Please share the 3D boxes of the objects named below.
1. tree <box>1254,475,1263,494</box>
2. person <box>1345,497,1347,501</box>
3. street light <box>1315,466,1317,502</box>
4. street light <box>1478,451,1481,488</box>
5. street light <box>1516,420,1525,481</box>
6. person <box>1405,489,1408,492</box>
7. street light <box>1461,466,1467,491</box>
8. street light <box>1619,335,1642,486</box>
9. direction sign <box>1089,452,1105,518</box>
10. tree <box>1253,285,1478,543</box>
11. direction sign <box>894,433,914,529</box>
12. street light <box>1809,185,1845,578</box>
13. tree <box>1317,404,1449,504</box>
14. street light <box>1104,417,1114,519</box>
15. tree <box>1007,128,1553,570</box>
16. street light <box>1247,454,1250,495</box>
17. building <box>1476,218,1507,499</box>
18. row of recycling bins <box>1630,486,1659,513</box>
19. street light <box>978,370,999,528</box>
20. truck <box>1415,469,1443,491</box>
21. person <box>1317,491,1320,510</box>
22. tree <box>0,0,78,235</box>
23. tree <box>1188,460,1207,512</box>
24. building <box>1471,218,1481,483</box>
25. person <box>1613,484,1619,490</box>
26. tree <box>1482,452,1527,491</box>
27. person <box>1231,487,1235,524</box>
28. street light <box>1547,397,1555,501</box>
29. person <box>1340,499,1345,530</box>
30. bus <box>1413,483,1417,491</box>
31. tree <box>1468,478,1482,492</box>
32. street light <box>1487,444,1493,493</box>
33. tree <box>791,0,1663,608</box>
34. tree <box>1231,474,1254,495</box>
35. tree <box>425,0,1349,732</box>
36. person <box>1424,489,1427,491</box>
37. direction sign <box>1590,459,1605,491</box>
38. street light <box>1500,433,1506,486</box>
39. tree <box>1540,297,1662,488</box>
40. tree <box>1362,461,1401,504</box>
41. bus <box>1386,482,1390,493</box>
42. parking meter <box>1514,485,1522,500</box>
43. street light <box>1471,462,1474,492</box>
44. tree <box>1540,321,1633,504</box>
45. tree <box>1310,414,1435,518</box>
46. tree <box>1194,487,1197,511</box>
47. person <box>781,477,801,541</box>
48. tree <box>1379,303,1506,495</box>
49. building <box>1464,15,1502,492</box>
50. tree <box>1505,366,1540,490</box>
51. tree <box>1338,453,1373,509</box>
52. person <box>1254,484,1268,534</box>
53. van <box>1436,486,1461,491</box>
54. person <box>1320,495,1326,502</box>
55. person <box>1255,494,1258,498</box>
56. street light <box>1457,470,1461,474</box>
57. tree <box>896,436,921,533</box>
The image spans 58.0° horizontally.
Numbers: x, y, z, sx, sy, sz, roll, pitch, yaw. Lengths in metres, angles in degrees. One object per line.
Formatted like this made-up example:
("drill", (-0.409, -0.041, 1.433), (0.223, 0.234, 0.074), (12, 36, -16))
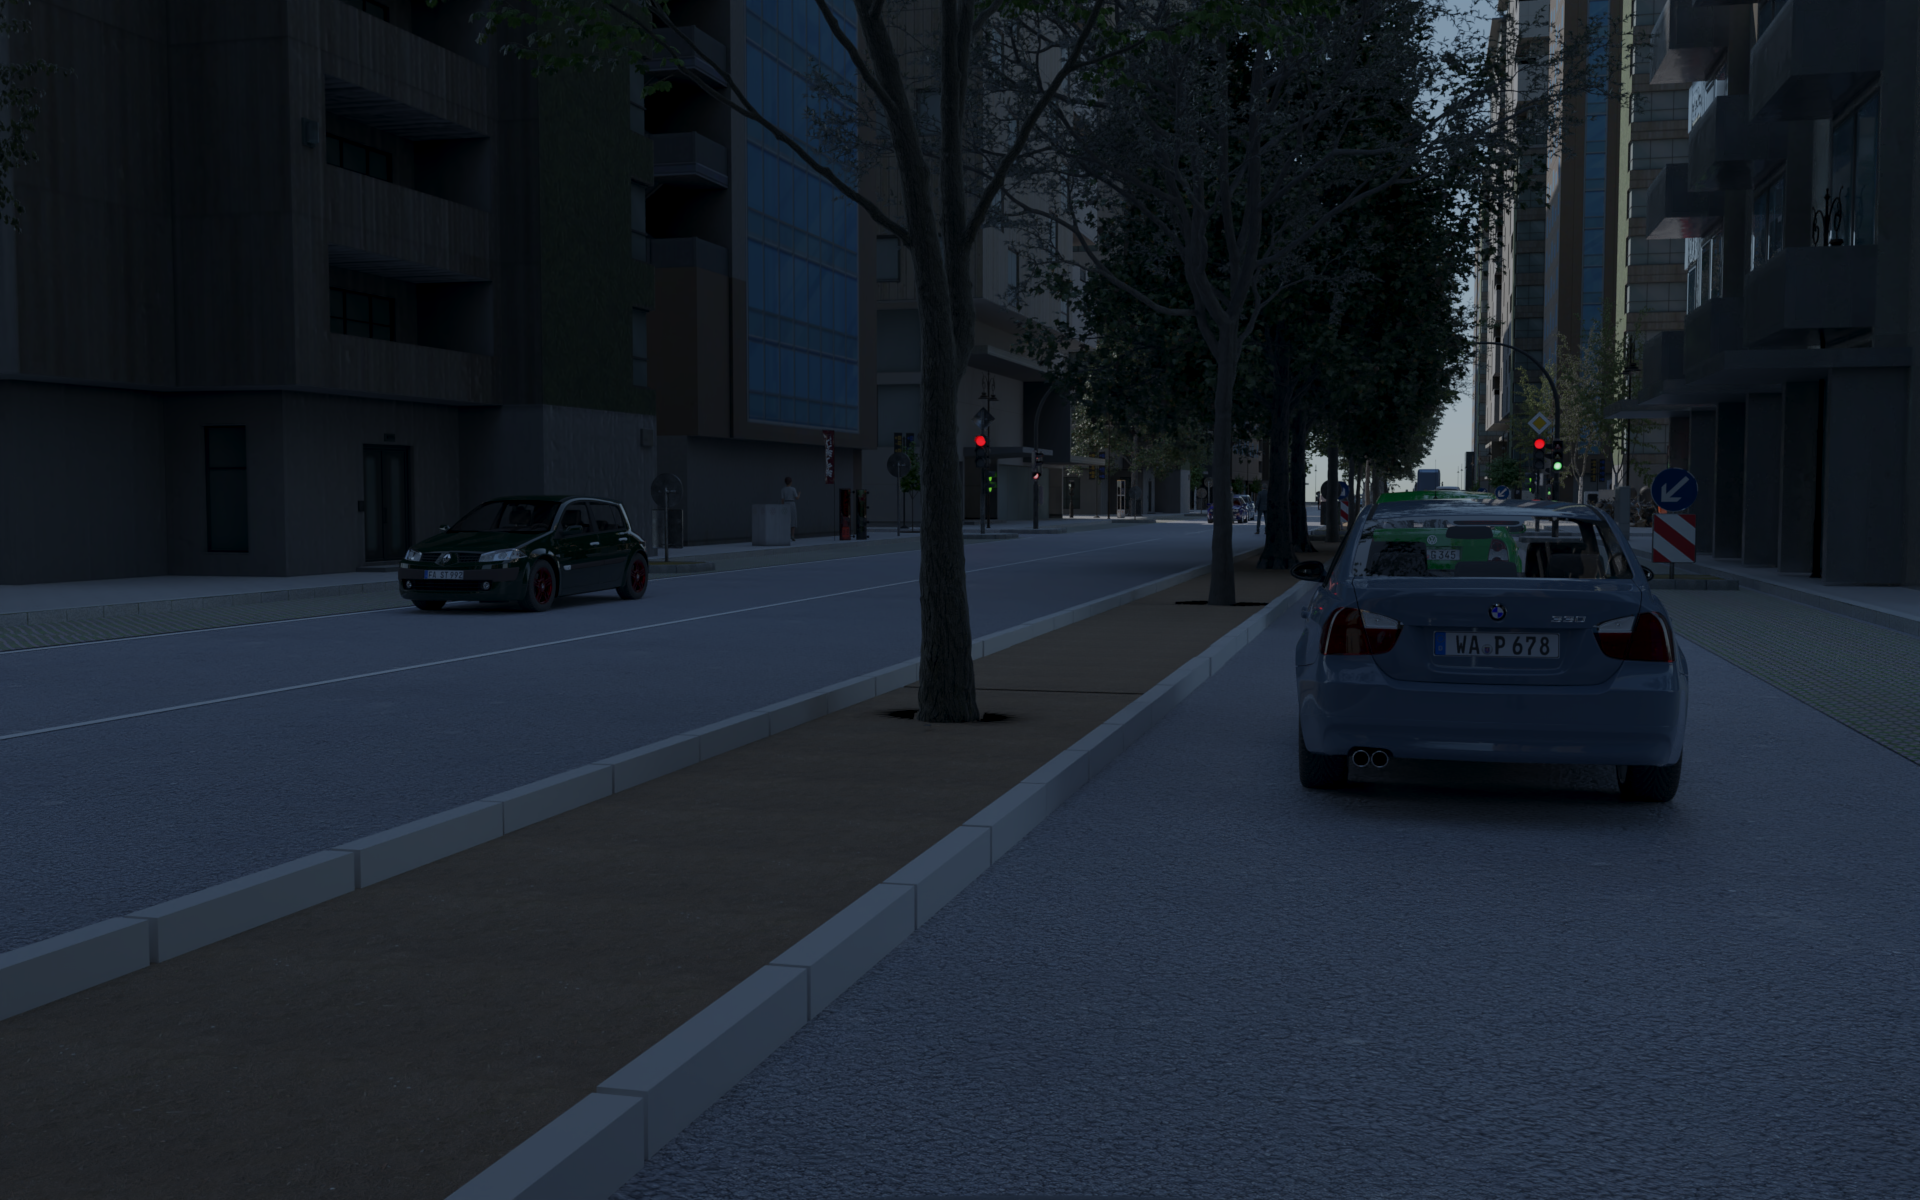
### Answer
("tree", (29.482, -10.827, 171.625), (1.663, 3.219, 1.824), (0, 3, 0))
("person", (50.870, -13.453, 228.543), (0.705, 1.812, 1.348), (-1, 4, -19))
("street light", (54.813, -17.987, 266.867), (0.468, 5.910, 1.993), (1, 4, 15))
("street light", (54.044, -12.687, 180.224), (0.468, 5.910, 1.993), (1, 4, 15))
("street light", (34.286, -8.150, 106.046), (0.468, 5.910, 1.993), (1, 4, 15))
("person", (31.160, -6.824, 120.561), (0.782, 1.767, 0.515), (-1, 4, -16))
("street light", (68.920, -16.096, 235.964), (0.468, 5.910, 1.993), (1, 4, 15))
("street light", (19.467, -4.748, 50.414), (0.468, 5.910, 1.993), (1, 4, 15))
("direction sign", (7.370, -6.193, 93.258), (0.876, 3.537, 0.379), (0, 4, 3))
("tree", (10.971, -7.931, 50.254), (7.486, 12.596, 7.792), (0, 3, 0))
("direction sign", (-2.067, -4.409, 64.080), (0.876, 3.537, 0.379), (-2, 4, -35))
("street light", (13.099, -3.275, 26.330), (0.468, 5.910, 1.993), (1, 4, 15))
("tree", (31.652, -13.443, 128.912), (9.857, 13.997, 8.962), (0, 3, 0))
("street light", (7.715, -7.146, 89.630), (0.468, 5.910, 1.993), (1, 4, 15))
("tree", (6.055, -6.919, 32.593), (9.611, 12.733, 9.660), (0, 3, 0))
("street light", (27.027, -11.615, 162.693), (0.468, 5.910, 1.993), (1, 4, 15))
("building", (72.660, -32.704, 218.298), (14.154, 41.232, 14.086), (1, 4, 15))
("row of recycling bins", (35.349, -4.933, 87.764), (3.534, 1.692, 1.069), (1, 4, 22))
("street light", (1.068, -5.630, 64.844), (0.468, 5.910, 1.993), (1, 4, 15))
("truck", (48.447, -11.605, 179.494), (2.967, 4.110, 18.799), (1, 4, 16))
("person", (32.644, -9.038, 157.058), (0.721, 1.735, 1.217), (2, 4, 23))
("tree", (-12.212, -4.241, 19.706), (4.360, 8.622, 3.978), (0, 3, 0))
("tree", (16.551, -8.773, 127.157), (4.285, 4.588, 4.351), (0, 3, 0))
("building", (76.597, -35.573, 231.736), (14.600, 45.320, 14.200), (1, 4, 15))
("person", (33.031, -4.944, 87.068), (0.537, 1.800, 0.526), (1, 4, 13))
("tree", (42.032, -9.178, 133.769), (4.285, 4.588, 4.351), (0, 3, 0))
("person", (12.869, -4.549, 83.046), (0.590, 1.801, 0.661), (1, 4, 13))
("street light", (27.651, -6.613, 80.914), (0.468, 5.910, 1.993), (1, 4, 15))
("person", (14.031, -3.133, 64.003), (0.394, 1.301, 0.425), (1, 4, 21))
("bus", (72.807, -16.999, 272.785), (2.948, 3.499, 13.247), (1, 4, 14))
("tree", (63.480, -13.319, 212.359), (1.663, 3.219, 1.824), (0, 3, 0))
("street light", (47.643, -11.201, 155.916), (0.468, 5.910, 1.993), (1, 4, 15))
("tree", (3.375, -6.678, 22.011), (12.009, 13.543, 11.850), (0, 3, 0))
("tree", (25.089, -9.824, 155.223), (1.663, 3.219, 1.824), (0, 3, 0))
("tree", (-0.153, -5.049, 10.759), (9.928, 11.665, 9.643), (0, 3, 0))
("person", (35.160, -7.478, 130.952), (0.526, 1.800, 0.537), (0, 4, 0))
("direction sign", (41.198, -7.336, 111.943), (0.876, 3.537, 0.379), (2, 4, 27))
("street light", (40.980, -9.661, 130.738), (0.468, 5.910, 1.993), (1, 4, 15))
("tree", (24.371, -6.954, 64.067), (4.737, 8.622, 4.395), (0, 3, 0))
("tree", (23.650, -8.957, 99.267), (4.360, 8.622, 3.978), (0, 3, 0))
("bus", (62.451, -16.070, 257.606), (2.948, 3.499, 13.247), (1, 4, 15))
("parking meter", (32.711, -5.861, 101.539), (0.399, 1.863, 0.255), (2, 4, 33))
("street light", (60.480, -14.163, 204.347), (0.468, 5.910, 1.993), (1, 4, 15))
("tree", (26.898, -7.600, 74.630), (4.360, 8.622, 3.978), (0, 3, 0))
("tree", (17.499, -8.527, 76.280), (8.767, 10.594, 7.601), (1, 4, 15))
("tree", (18.105, -11.212, 133.672), (4.360, 8.622, 3.978), (0, 3, 0))
("person", (-4.603, -2.479, 47.138), (0.480, 1.755, 0.524), (1, 4, 9))
("tree", (29.873, -15.834, 117.240), (12.611, 20.169, 13.585), (0, 3, 0))
("building", (85.846, -57.413, 251.367), (22.319, 86.520, 31.000), (1, 4, 15))
("tree", (31.761, -8.841, 94.916), (4.737, 8.622, 4.395), (0, 3, 0))
("tree", (22.110, -8.688, 94.874), (4.737, 8.622, 4.395), (0, 3, 0))
("person", (10.803, -3.254, 61.884), (0.661, 1.801, 0.590), (-1, 4, -16))
("van", (26.208, -5.262, 93.053), (2.013, 2.044, 4.112), (1, 4, 16))
("person", (23.592, -6.272, 111.725), (0.731, 1.740, 0.598), (0, 4, 7))
("person", (31.896, -10.805, 183.424), (1.217, 1.743, 0.721), (0, 4, 0))
("street light", (75.508, -17.612, 260.749), (0.468, 5.910, 1.993), (1, 4, 15))
("tree", (-1.645, -3.837, 57.338), (1.663, 3.219, 1.824), (0, 3, 0))
